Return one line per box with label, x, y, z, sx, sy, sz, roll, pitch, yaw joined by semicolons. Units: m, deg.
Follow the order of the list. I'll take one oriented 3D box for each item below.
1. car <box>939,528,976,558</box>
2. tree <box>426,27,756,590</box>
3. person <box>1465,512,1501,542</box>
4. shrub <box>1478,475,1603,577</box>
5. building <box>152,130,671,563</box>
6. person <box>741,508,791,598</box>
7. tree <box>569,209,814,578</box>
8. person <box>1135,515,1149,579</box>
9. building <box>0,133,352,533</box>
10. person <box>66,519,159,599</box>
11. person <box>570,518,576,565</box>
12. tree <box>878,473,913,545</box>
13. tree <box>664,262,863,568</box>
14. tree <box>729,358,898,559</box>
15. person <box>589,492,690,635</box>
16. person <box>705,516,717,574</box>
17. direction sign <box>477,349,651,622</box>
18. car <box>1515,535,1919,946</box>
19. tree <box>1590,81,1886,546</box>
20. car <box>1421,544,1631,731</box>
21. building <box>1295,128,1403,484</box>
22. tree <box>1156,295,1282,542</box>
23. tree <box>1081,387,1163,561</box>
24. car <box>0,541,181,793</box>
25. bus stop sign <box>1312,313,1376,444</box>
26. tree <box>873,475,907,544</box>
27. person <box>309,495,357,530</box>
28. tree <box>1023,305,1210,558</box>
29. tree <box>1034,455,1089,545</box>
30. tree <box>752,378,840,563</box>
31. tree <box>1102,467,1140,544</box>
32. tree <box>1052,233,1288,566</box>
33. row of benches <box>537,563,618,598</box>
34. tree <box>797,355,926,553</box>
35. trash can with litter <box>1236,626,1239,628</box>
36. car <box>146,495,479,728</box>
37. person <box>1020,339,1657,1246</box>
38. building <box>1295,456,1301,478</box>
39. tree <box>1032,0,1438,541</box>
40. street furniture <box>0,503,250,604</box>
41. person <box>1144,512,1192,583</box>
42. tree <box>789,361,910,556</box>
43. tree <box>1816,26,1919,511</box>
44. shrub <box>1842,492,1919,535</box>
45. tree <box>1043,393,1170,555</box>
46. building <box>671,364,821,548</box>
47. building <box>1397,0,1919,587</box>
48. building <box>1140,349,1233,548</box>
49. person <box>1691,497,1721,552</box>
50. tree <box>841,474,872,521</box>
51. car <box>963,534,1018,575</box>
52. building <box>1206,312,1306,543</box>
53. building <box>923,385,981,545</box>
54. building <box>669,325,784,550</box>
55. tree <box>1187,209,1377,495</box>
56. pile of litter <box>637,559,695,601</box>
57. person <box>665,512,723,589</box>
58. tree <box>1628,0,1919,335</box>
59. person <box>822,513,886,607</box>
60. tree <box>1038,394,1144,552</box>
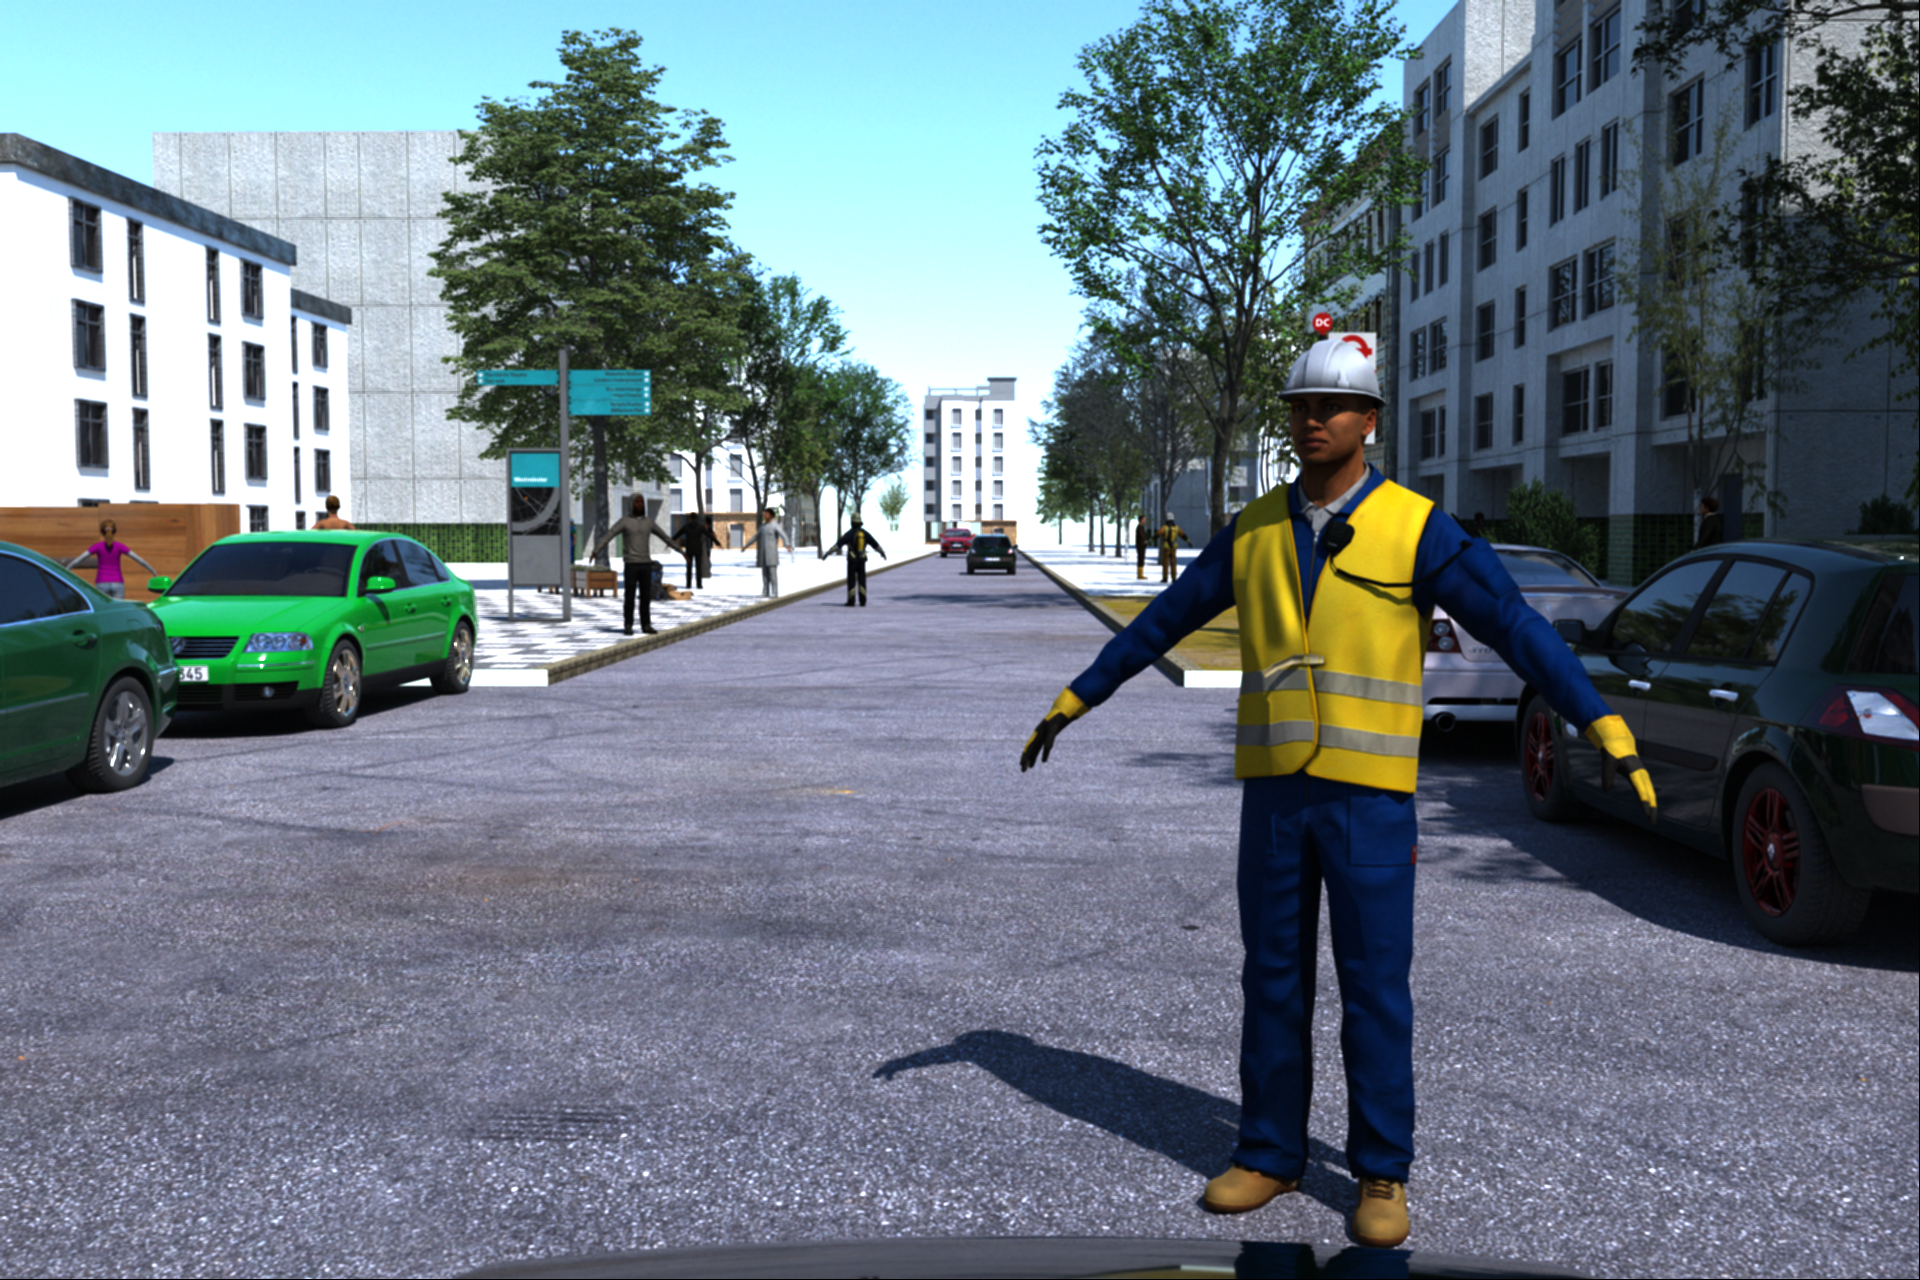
car;-0.141;-5.998;106.748;2.281;1.827;5.304;0;4;1
tree;-8.271;-7.399;39.107;7.486;12.596;7.792;0;3;0
person;10.863;-1.812;36.346;1.216;1.740;0.721;0;4;8
shrub;7.285;-1.071;21.929;1.690;2.028;1.600;0;3;0
building;-26.747;-13.799;92.071;16.747;18.905;31.486;0;4;1
person;-3.879;-1.765;35.045;1.347;1.806;0.705;3;4;38
tree;-7.734;-7.075;50.094;7.601;10.594;8.767;0;4;-1
person;5.171;-2.630;49.132;0.704;1.812;1.346;0;4;-1
building;-23.805;-6.632;50.573;9.099;9.664;28.070;0;4;2
person;-8.832;-0.533;17.984;0.991;1.433;0.599;-2;4;-30
person;-12.637;-3.051;56.009;0.704;1.817;1.347;-2;4;-32
tree;-7.687;-15.727;207.501;4.737;8.622;4.395;0;3;0
tree;-7.541;-8.560;65.704;9.928;11.665;9.643;0;3;0
tree;-7.280;-9.450;88.926;8.767;10.594;7.601;-2;4;-24
person;-4.118;-0.981;22.165;1.348;1.813;0.705;-2;4;-31
person;-7.922;-2.919;53.869;0.704;1.843;1.345;-3;5;-45
direction sign;-5.722;-2.261;25.733;2.525;3.948;1.411;0;4;2
car;3.705;0.146;7.402;2.009;1.686;4.222;0;4;1
tree;12.301;-4.814;29.069;4.360;8.622;3.978;0;3;0
car;3.559;-0.029;12.837;2.083;1.381;4.827;0;4;0
building;25.714;-14.906;74.634;19.493;23.208;18.063;0;4;1
tree;7.708;-6.343;54.071;4.360;8.622;3.978;0;3;0
tree;7.889;-8.005;81.242;4.360;8.622;3.978;0;3;0
car;-5.587;0.212;8.335;2.131;1.459;4.920;0;4;1
bus stop sign;4.587;-1.974;20.975;0.855;3.939;0.416;0;4;1
tree;-8.144;-16.088;213.402;4.360;8.622;3.978;0;3;0
person;-7.365;-0.827;20.329;1.217;1.733;0.721;-2;4;-30
tree;8.559;-11.178;93.138;12.009;13.543;11.850;0;3;0
tree;12.611;-17.887;210.576;7.486;12.596;7.792;0;3;0
tree;-7.335;-7.687;76.038;4.737;8.622;4.395;0;3;0
tree;21.145;-18.062;213.447;7.486;12.596;7.792;0;3;0
tree;8.332;-9.767;70.059;12.009;13.543;11.850;0;3;0
row of benches;-8.108;-1.283;36.438;1.422;0.672;4.104;-2;4;-27
tree;-6.943;-12.690;117.844;12.009;13.543;11.850;0;3;0
trash can with litter;4.599;-0.712;22.695;1.678;1.210;2.233;0;4;0
car;-5.371;-0.331;14.201;1.959;1.807;4.718;0;4;2
person;0.758;0.294;3.625;1.349;1.833;0.705;2;4;32
building;25.949;-9.562;98.493;9.099;9.664;28.070;0;4;1
tree;4.909;-6.486;31.806;9.928;11.665;9.643;0;3;0
street furniture;-12.776;-1.313;28.325;9.812;1.723;11.010;-1;4;-21
person;5.524;-2.446;45.756;1.354;1.858;0.705;-1;4;-14
tree;-7.009;-10.826;102.757;9.928;11.665;9.643;0;3;0
tree;13.524;-4.462;23.324;4.737;8.622;4.395;0;3;0
shrub;17.440;-1.753;32.704;1.661;2.075;1.752;0;3;0
tree;8.785;-10.437;105.053;8.767;10.594;7.601;1;4;17
building;-24.050;-20.816;171.277;19.493;23.208;18.063;0;4;1
building;24.748;-11.201;49.589;16.747;18.905;31.486;0;4;1
building;27.720;-18.796;173.764;16.747;18.905;31.486;0;4;2
person;10.668;-1.137;24.784;0.705;1.806;1.347;2;4;34
tree;-12.223;-15.731;207.558;4.360;8.622;3.978;0;3;0
car;1.108;-3.202;62.147;2.009;1.686;4.222;0;4;0
building;26.355;-17.850;148.275;16.016;20.090;11.380;0;4;1
building;-4.181;-21.672;213.221;11.380;20.090;16.016;0;4;7
building;-21.345;-17.641;144.848;16.016;20.090;11.380;0;4;2
tree;7.400;-5.486;40.055;4.737;8.622;4.395;0;3;0
pile of litter;-5.806;-1.227;34.033;1.176;0.858;1.719;0;4;0
person;-6.230;-2.099;40.546;1.346;1.802;0.704;0;4;-4
tree;9.922;-4.904;14.596;8.767;10.594;7.601;-1;4;-14
person;-2.061;-1.596;34.330;1.354;1.856;0.705;-2;4;-25
tree;9.284;-12.451;121.706;7.486;12.596;7.792;0;3;0
